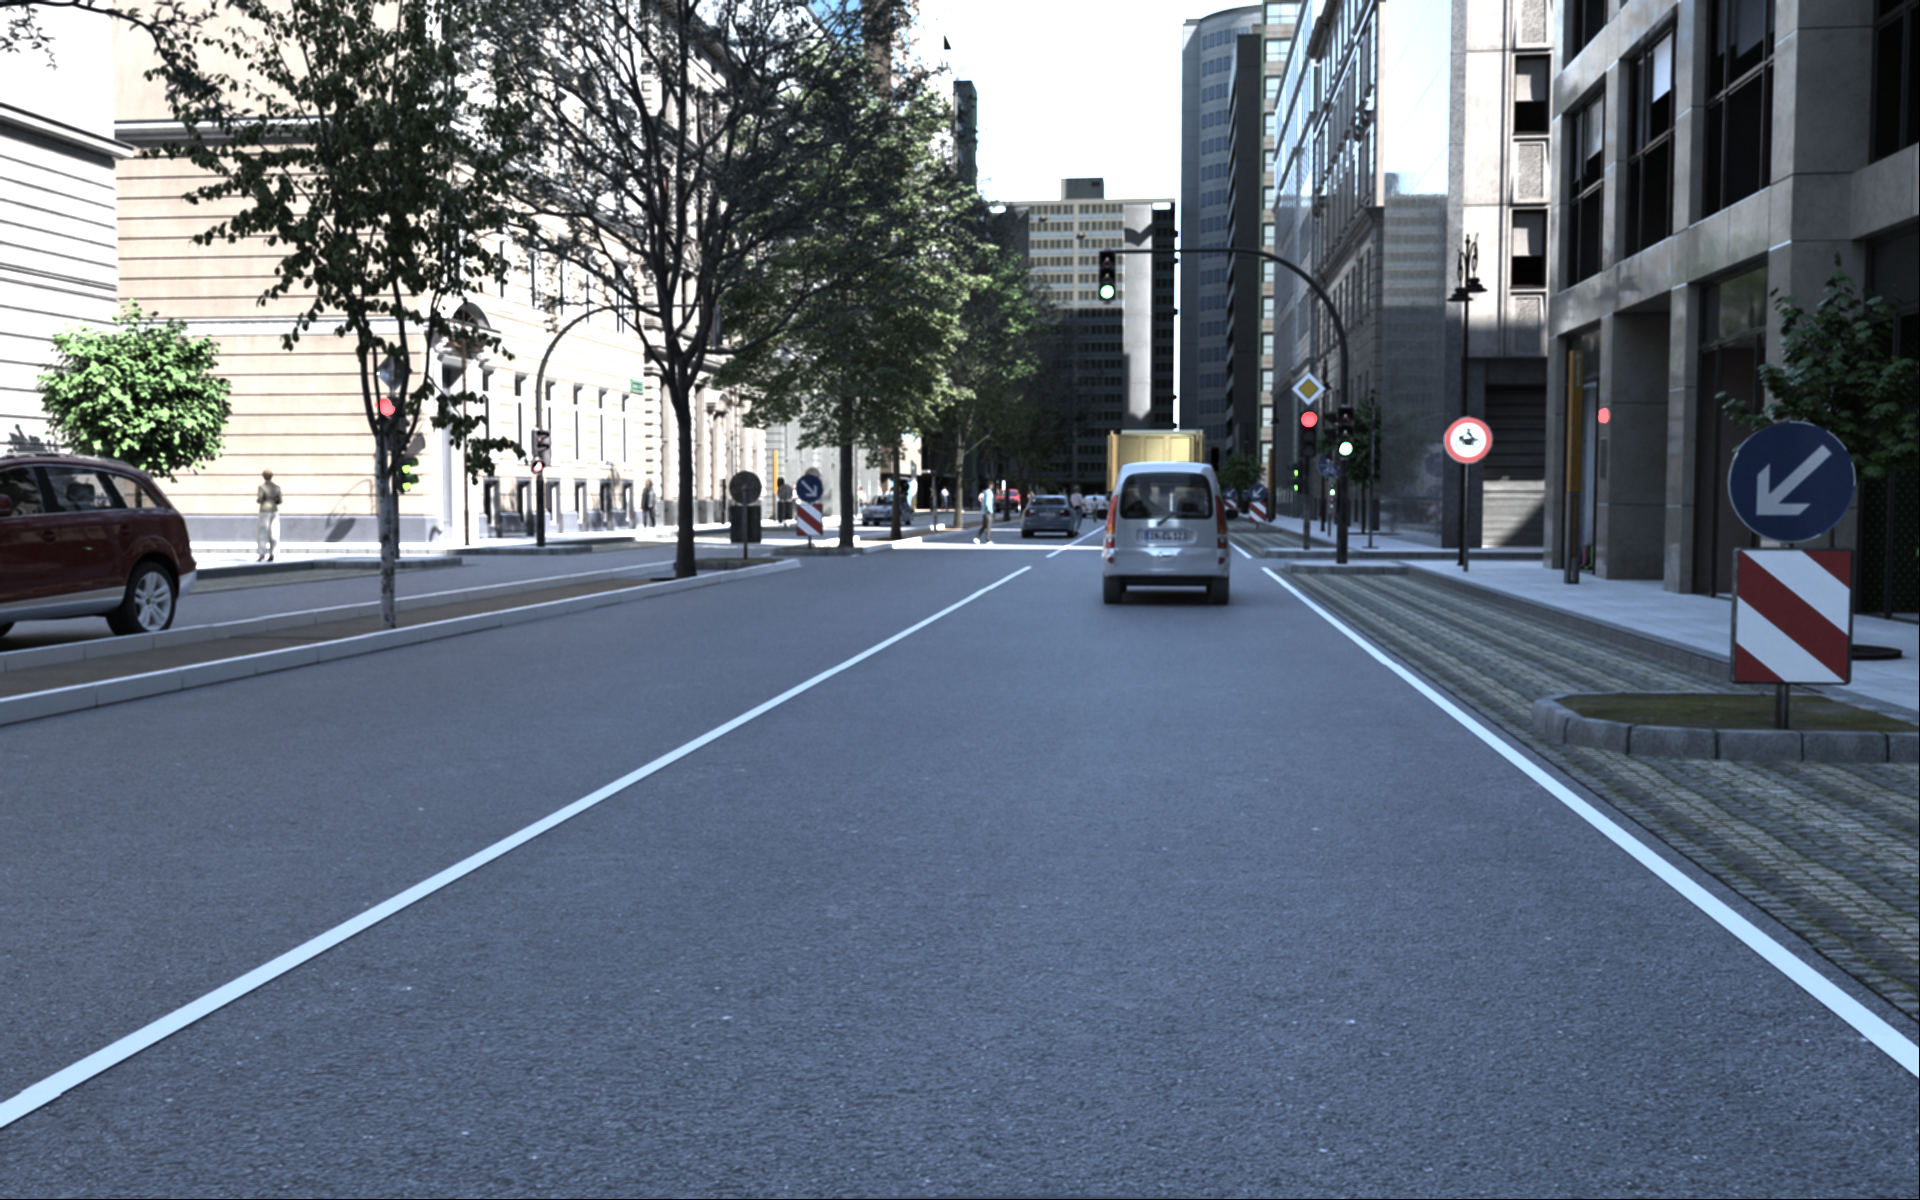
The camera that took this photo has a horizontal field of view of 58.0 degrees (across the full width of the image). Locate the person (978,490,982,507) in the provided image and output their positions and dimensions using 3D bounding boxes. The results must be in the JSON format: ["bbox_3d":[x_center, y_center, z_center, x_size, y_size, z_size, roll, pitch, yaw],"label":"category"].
[{"bbox_3d":[2.041,-9.710,165.716,0.541,1.710,0.530,1,4,11],"label":"person"}]

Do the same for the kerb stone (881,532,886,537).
[{"bbox_3d":[-2.642,-2.105,56.693,0.120,0.150,1.000,0,4,7],"label":"kerb stone"}]

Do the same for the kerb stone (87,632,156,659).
[{"bbox_3d":[-7.534,0.414,15.423,0.120,0.150,1.000,0,4,7],"label":"kerb stone"}]

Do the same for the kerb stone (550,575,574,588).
[{"bbox_3d":[-6.201,-0.270,26.618,0.120,0.150,1.000,0,4,7],"label":"kerb stone"}]

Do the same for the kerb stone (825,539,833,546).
[{"bbox_3d":[-3.721,-1.548,47.533,0.120,0.150,1.000,0,4,7],"label":"kerb stone"}]

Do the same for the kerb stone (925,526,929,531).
[{"bbox_3d":[-1.421,-2.731,66.873,0.120,0.150,1.000,0,4,7],"label":"kerb stone"}]

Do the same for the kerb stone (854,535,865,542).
[{"bbox_3d":[-3.115,-1.861,52.620,0.120,0.150,1.000,0,4,7],"label":"kerb stone"}]

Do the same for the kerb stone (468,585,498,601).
[{"bbox_3d":[-6.568,-0.083,23.550,0.120,0.150,1.000,0,4,7],"label":"kerb stone"}]

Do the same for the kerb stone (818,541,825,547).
[{"bbox_3d":[-3.849,-1.488,46.519,0.120,0.150,1.000,0,4,7],"label":"kerb stone"}]

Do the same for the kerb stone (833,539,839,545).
[{"bbox_3d":[-3.601,-1.612,48.548,0.120,0.150,1.000,0,4,7],"label":"kerb stone"}]

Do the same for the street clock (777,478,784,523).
[{"bbox_3d":[-7.938,-4.406,76.616,0.358,2.002,0.471,0,4,8],"label":"street clock"}]

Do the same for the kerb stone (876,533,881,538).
[{"bbox_3d":[-2.754,-2.042,55.677,0.120,0.150,1.000,0,4,7],"label":"kerb stone"}]

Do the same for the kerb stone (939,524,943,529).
[{"bbox_3d":[-0.937,-2.982,70.952,0.120,0.150,1.000,0,4,7],"label":"kerb stone"}]

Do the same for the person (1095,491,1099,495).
[{"bbox_3d":[14.507,-10.698,184.073,0.551,1.740,0.621,-3,5,-40],"label":"person"}]

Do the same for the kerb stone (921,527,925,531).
[{"bbox_3d":[-1.548,-2.669,65.858,0.120,0.150,1.000,0,4,7],"label":"kerb stone"}]

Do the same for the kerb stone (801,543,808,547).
[{"bbox_3d":[-4.081,-1.359,44.483,0.120,0.150,1.000,0,4,7],"label":"kerb stone"}]

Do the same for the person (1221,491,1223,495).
[{"bbox_3d":[27.527,-10.811,183.512,1.217,1.735,0.721,-3,5,-43],"label":"person"}]

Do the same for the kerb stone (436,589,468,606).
[{"bbox_3d":[-6.690,-0.021,22.534,0.120,0.150,1.000,0,4,7],"label":"kerb stone"}]

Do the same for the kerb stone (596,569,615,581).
[{"bbox_3d":[-5.965,-0.392,28.662,0.120,0.150,1.000,0,4,7],"label":"kerb stone"}]

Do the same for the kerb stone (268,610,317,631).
[{"bbox_3d":[-7.182,0.228,18.469,0.120,0.150,1.000,0,4,7],"label":"kerb stone"}]

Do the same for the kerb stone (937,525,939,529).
[{"bbox_3d":[-1.069,-2.920,69.933,0.120,0.150,1.000,0,4,7],"label":"kerb stone"}]

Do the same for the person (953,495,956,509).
[{"bbox_3d":[-0.272,-8.452,147.424,0.628,1.438,0.799,1,4,13],"label":"person"}]

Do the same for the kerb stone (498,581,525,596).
[{"bbox_3d":[-6.450,-0.145,24.574,0.120,0.150,1.000,0,4,7],"label":"kerb stone"}]

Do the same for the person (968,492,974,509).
[{"bbox_3d":[0.924,-8.651,150.715,0.421,1.427,0.697,2,4,32],"label":"person"}]

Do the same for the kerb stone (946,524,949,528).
[{"bbox_3d":[-0.696,-3.107,72.988,0.120,0.150,1.000,0,4,7],"label":"kerb stone"}]

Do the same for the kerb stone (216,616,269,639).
[{"bbox_3d":[-7.300,0.300,17.455,0.120,0.150,1.000,0,4,7],"label":"kerb stone"}]

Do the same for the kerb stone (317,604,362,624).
[{"bbox_3d":[-7.049,0.166,19.484,0.120,0.150,1.000,0,4,7],"label":"kerb stone"}]

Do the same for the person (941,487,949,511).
[{"bbox_3d":[-1.135,-7.822,133.800,0.709,1.838,0.599,2,4,26],"label":"person"}]

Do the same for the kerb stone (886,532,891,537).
[{"bbox_3d":[-2.520,-2.172,57.708,0.120,0.150,1.000,0,4,7],"label":"kerb stone"}]

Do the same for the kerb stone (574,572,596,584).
[{"bbox_3d":[-6.080,-0.329,27.642,0.120,0.150,1.000,0,4,7],"label":"kerb stone"}]

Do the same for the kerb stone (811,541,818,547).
[{"bbox_3d":[-3.964,-1.425,45.498,0.120,0.150,1.000,0,4,7],"label":"kerb stone"}]

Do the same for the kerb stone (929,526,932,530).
[{"bbox_3d":[-1.313,-2.795,67.889,0.120,0.150,1.000,0,4,7],"label":"kerb stone"}]

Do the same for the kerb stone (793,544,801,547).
[{"bbox_3d":[-4.206,-1.300,43.465,0.120,0.150,1.000,0,4,7],"label":"kerb stone"}]

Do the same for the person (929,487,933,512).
[{"bbox_3d":[-2.133,-7.418,127.346,0.705,1.822,1.348,0,4,-3],"label":"person"}]

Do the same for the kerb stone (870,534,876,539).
[{"bbox_3d":[-2.871,-1.984,54.661,0.120,0.150,1.000,0,4,7],"label":"kerb stone"}]

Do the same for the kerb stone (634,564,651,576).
[{"bbox_3d":[-5.723,-0.520,30.703,0.120,0.150,1.000,0,4,7],"label":"kerb stone"}]

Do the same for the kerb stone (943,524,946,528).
[{"bbox_3d":[-0.823,-3.044,71.970,0.120,0.150,1.000,0,4,7],"label":"kerb stone"}]

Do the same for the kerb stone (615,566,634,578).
[{"bbox_3d":[-5.833,-0.454,29.677,0.120,0.150,1.000,0,4,7],"label":"kerb stone"}]

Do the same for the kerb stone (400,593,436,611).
[{"bbox_3d":[-6.810,0.042,21.513,0.120,0.150,1.000,0,4,7],"label":"kerb stone"}]

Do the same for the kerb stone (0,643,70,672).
[{"bbox_3d":[-7.655,0.476,14.409,0.120,0.150,1.000,0,4,7],"label":"kerb stone"}]

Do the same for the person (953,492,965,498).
[{"bbox_3d":[-0.116,-8.558,145.910,1.348,1.831,0.705,-3,5,-40],"label":"person"}]

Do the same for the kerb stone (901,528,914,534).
[{"bbox_3d":[-1.906,-2.480,62.805,0.120,0.150,1.000,0,4,7],"label":"kerb stone"}]

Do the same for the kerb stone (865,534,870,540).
[{"bbox_3d":[-2.994,-1.923,53.641,0.120,0.150,1.000,0,4,7],"label":"kerb stone"}]

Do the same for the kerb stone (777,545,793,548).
[{"bbox_3d":[-4.325,-1.239,42.447,0.120,0.150,1.000,0,4,7],"label":"kerb stone"}]

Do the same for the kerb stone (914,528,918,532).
[{"bbox_3d":[-1.783,-2.546,63.820,0.120,0.150,1.000,0,4,7],"label":"kerb stone"}]

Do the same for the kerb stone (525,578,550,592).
[{"bbox_3d":[-6.329,-0.208,25.589,0.120,0.150,1.000,0,4,7],"label":"kerb stone"}]

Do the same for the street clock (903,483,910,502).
[{"bbox_3d":[-3.460,-6.579,112.130,0.358,2.002,0.471,1,4,22],"label":"street clock"}]

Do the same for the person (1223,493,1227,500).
[{"bbox_3d":[23.079,-8.792,149.655,0.709,1.838,0.599,1,4,18],"label":"person"}]

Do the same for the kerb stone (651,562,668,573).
[{"bbox_3d":[-5.600,-0.582,31.718,0.120,0.150,1.000,0,4,7],"label":"kerb stone"}]

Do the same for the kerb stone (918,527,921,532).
[{"bbox_3d":[-1.666,-2.607,64.843,0.120,0.150,1.000,0,4,7],"label":"kerb stone"}]

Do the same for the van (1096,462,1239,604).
[{"bbox_3d":[2.857,-1.036,23.955,2.013,2.044,4.112,0,4,7],"label":"van"}]

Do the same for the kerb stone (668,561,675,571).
[{"bbox_3d":[-5.483,-0.645,32.733,0.120,0.150,1.000,0,4,7],"label":"kerb stone"}]

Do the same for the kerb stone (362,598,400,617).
[{"bbox_3d":[-6.932,0.108,20.499,0.120,0.150,1.000,0,4,7],"label":"kerb stone"}]

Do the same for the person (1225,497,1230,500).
[{"bbox_3d":[22.165,-8.286,142.310,0.721,1.735,1.217,-2,4,-33],"label":"person"}]

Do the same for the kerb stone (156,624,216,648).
[{"bbox_3d":[-7.413,0.353,16.438,0.120,0.150,1.000,0,4,7],"label":"kerb stone"}]
